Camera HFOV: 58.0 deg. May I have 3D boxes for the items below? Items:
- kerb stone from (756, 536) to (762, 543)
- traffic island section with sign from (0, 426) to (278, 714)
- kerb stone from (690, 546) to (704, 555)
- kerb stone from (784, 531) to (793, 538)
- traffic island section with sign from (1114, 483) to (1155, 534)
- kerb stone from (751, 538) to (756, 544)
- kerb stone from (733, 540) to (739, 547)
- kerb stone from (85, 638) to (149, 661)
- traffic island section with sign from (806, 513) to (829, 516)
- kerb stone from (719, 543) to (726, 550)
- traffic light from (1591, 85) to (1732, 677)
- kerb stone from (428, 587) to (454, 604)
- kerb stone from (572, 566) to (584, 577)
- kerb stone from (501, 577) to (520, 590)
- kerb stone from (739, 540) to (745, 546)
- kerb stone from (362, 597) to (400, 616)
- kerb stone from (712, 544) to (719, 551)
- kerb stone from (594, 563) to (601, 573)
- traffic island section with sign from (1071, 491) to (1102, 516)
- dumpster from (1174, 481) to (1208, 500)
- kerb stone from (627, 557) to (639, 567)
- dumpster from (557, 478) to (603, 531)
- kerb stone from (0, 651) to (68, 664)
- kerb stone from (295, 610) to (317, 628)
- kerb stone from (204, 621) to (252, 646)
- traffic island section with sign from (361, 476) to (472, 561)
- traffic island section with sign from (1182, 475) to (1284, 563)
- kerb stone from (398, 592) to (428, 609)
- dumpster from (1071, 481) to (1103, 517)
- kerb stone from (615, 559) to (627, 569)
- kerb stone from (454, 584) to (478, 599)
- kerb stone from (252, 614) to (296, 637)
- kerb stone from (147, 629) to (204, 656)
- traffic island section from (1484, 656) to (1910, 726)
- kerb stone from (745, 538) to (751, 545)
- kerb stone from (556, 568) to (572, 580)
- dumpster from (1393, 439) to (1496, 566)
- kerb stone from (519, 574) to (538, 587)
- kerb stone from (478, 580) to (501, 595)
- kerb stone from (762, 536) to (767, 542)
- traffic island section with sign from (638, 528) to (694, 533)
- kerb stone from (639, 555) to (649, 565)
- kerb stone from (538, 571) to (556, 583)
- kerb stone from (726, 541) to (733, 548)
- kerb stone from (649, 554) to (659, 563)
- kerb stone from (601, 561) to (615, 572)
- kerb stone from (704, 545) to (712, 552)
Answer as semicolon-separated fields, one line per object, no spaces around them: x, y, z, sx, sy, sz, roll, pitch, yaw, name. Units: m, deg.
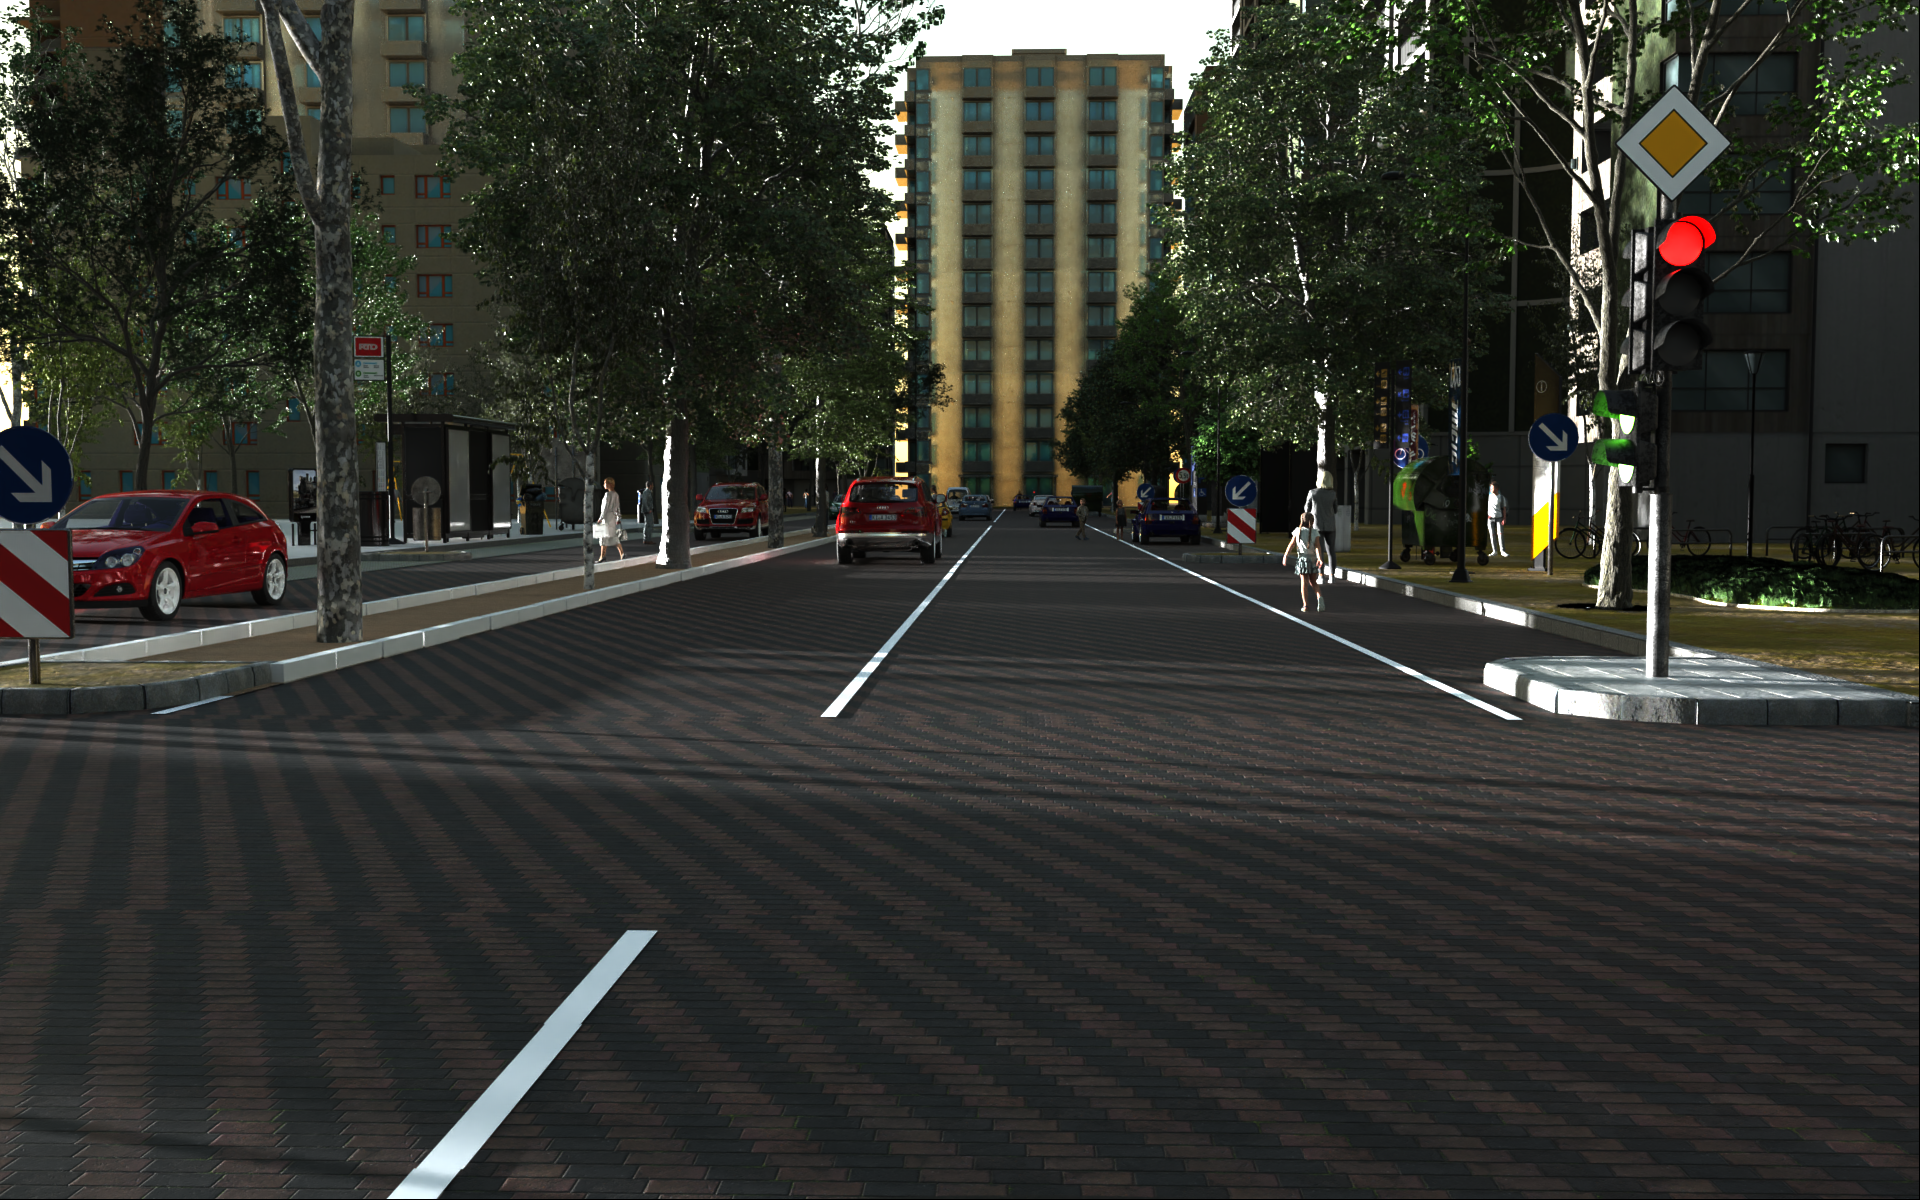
-5.998;-1.733;50.574;0.120;0.150;1.000;0;4;2;kerb stone
-6.225;-0.250;12.226;2.006;1.907;1.989;0;4;2;traffic island section with sign
-6.308;-1.169;41.313;0.120;0.150;1.000;0;4;2;kerb stone
-5.767;-2.174;57.746;0.120;0.150;1.000;0;4;2;kerb stone
6.674;-3.369;63.716;1.989;1.847;2.006;0;4;2;traffic island section with sign
-6.033;-1.665;49.549;0.120;0.150;1.000;0;4;2;kerb stone
-6.140;-1.484;46.452;0.120;0.150;1.000;0;4;2;kerb stone
-7.205;0.464;14.673;0.120;0.150;1.000;0;4;2;kerb stone
-9.138;-6.491;114.763;1.989;1.847;2.006;0;4;2;traffic island section with sign
-6.210;-1.358;44.404;0.120;0.150;1.000;0;4;2;kerb stone
4.888;-1.416;12.079;0.839;4.253;0.868;0;4;2;traffic light
-6.940;-0.039;22.865;0.120;0.150;1.000;0;4;2;kerb stone
-6.696;-0.475;30.035;0.120;0.150;1.000;0;4;2;kerb stone
-6.836;-0.222;25.938;0.120;0.150;1.000;0;4;2;kerb stone
-6.110;-1.547;47.486;0.120;0.150;1.000;0;4;2;kerb stone
-6.999;0.089;20.816;0.120;0.150;1.000;0;4;2;kerb stone
-6.242;-1.293;43.367;0.120;0.150;1.000;0;4;2;kerb stone
-6.656;-0.542;31.058;0.120;0.150;1.000;0;4;2;kerb stone
8.398;-6.508;115.038;1.989;1.847;2.006;0;4;2;traffic island section with sign
11.506;-5.124;86.269;1.502;2.255;1.985;0;4;2;dumpster
-6.545;-0.729;34.133;0.120;0.150;1.000;0;4;2;kerb stone
-13.468;-3.400;61.341;1.264;1.857;1.865;0;4;2;dumpster
-7.245;0.523;13.651;0.120;0.150;1.000;0;4;2;kerb stone
-7.073;0.209;18.771;0.120;0.150;1.000;0;4;2;kerb stone
-7.138;0.335;16.716;0.120;0.150;1.000;0;4;2;kerb stone
-11.735;-1.773;37.612;1.989;1.847;2.006;0;4;2;traffic island section with sign
5.763;-1.722;36.776;1.989;1.847;2.006;0;4;2;traffic island section with sign
-6.967;0.022;21.843;0.120;0.150;1.000;0;4;2;kerb stone
7.983;-6.353;108.821;1.985;2.255;1.502;0;4;1;dumpster
-6.589;-0.665;33.112;0.120;0.150;1.000;0;4;2;kerb stone
-6.905;-0.101;23.891;0.120;0.150;1.000;0;4;2;kerb stone
-7.102;0.272;17.743;0.120;0.150;1.000;0;4;2;kerb stone
-7.173;0.399;15.695;0.120;0.150;1.000;0;4;2;kerb stone
4.927;0.617;12.191;2.009;0.180;2.903;0;4;2;traffic island section
-6.067;-1.604;48.516;0.120;0.150;1.000;0;4;2;kerb stone
-6.725;-0.416;29.013;0.120;0.150;1.000;0;4;2;kerb stone
8.867;-1.791;31.783;1.502;2.255;1.985;0;4;2;dumpster
-6.804;-0.291;26.970;0.120;0.150;1.000;0;4;2;kerb stone
-6.856;-0.166;24.916;0.120;0.150;1.000;0;4;2;kerb stone
-5.968;-1.796;51.596;0.120;0.150;1.000;0;4;2;kerb stone
-10.837;-3.420;64.553;1.989;1.847;2.006;0;4;2;traffic island section with sign
-6.522;-0.793;35.155;0.120;0.150;1.000;0;4;2;kerb stone
-6.765;-0.349;27.992;0.120;0.150;1.000;0;4;2;kerb stone
-6.169;-1.414;45.428;0.120;0.150;1.000;0;4;2;kerb stone
-6.488;-0.854;36.186;0.120;0.150;1.000;0;4;2;kerb stone
-6.625;-0.605;32.088;0.120;0.150;1.000;0;4;2;kerb stone
-6.281;-1.232;42.335;0.120;0.150;1.000;0;4;2;kerb stone
